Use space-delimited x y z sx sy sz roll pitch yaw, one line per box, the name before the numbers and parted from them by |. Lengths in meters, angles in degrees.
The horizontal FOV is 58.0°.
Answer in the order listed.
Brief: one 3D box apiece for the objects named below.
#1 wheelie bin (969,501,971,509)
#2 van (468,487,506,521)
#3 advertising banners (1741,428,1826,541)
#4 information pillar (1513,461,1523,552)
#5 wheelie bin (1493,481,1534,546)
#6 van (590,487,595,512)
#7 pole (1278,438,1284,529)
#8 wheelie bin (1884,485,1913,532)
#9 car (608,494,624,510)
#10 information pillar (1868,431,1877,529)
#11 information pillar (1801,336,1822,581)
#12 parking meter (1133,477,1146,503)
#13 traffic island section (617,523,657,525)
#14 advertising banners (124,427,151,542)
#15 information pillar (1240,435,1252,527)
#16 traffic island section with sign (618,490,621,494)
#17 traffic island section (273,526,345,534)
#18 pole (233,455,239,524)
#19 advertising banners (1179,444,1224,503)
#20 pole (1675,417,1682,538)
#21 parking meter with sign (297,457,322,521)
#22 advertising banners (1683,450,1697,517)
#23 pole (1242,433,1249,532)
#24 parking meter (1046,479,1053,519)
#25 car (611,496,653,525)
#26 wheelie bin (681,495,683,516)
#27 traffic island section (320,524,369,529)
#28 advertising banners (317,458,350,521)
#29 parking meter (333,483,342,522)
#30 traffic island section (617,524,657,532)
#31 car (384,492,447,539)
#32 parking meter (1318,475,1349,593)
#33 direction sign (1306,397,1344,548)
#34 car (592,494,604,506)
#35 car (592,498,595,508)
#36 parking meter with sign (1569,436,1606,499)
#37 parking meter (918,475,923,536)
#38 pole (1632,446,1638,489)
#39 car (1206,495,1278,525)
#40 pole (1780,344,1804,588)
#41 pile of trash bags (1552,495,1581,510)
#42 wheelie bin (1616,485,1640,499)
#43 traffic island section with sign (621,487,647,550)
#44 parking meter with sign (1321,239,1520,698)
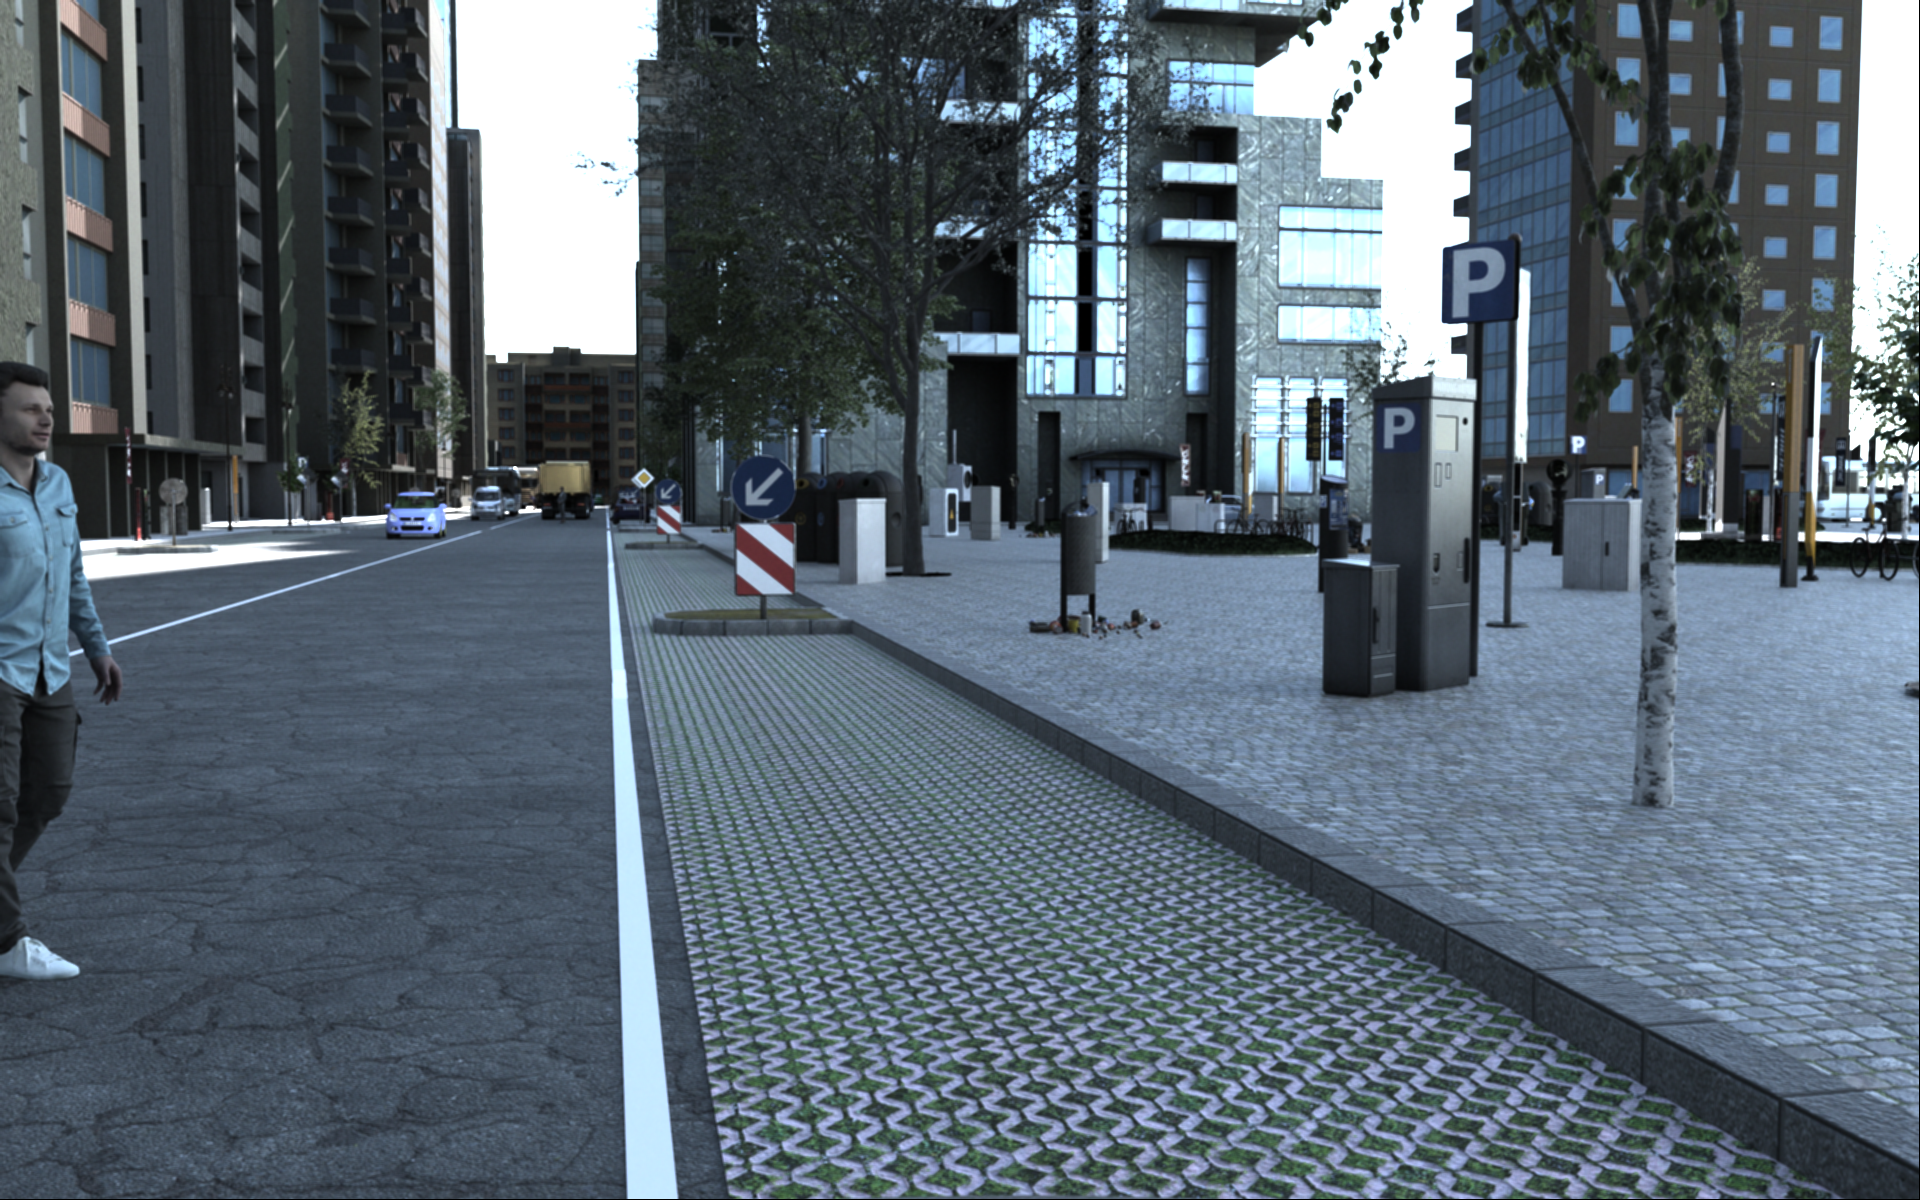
wheelie bin | 0.116 -5.518 98.122 0.693 1.594 0.980 -3 4 -36
van | -25.975 -5.400 95.307 2.013 2.044 4.112 -1 4 -11
advertising banners | 22.270 -3.100 46.866 2.074 3.025 0.090 3 5 41
information pillar | 12.391 -2.094 38.734 0.304 2.012 0.304 1 4 11
wheelie bin | 13.807 -2.166 43.316 0.980 1.594 0.693 0 4 5
van | -31.104 -8.413 141.944 2.240 2.365 5.245 -1 4 -10
pole | 11.687 -4.234 63.062 0.158 3.312 0.155 0 3 0
wheelie bin | 31.583 -3.082 58.304 0.693 1.594 0.980 0 4 -7
car | -30.791 -8.989 156.753 2.009 1.686 4.222 -1 4 -13
information pillar | 33.806 -4.453 64.164 0.183 3.616 0.504 1 4 12
information pillar | 12.580 -2.091 25.549 0.183 3.616 0.504 2 4 34
parking meter | 6.093 -3.249 58.830 0.255 1.863 0.399 -2 4 -33
traffic island section | -13.606 -3.158 73.911 2.009 0.180 2.903 -1 4 -12
advertising banners | -22.070 -3.075 46.460 0.090 3.025 2.074 -1 4 -10
information pillar | 11.318 -4.713 68.407 0.504 3.616 0.183 -2 4 -32
traffic island section with sign | -24.100 -7.135 125.278 1.989 1.847 2.006 -1 4 -12
traffic island section | -23.953 -2.531 63.659 2.009 0.180 2.903 -1 4 -12
pole | -31.030 -4.914 74.183 0.158 3.312 0.155 0 3 0
advertising banners | 8.433 -3.936 60.546 2.074 3.025 0.090 -2 4 -33
pole | 19.042 -3.188 45.974 0.158 3.312 0.155 0 3 0
parking meter with sign | -30.850 -5.259 82.251 0.543 3.016 1.738 0 4 1
advertising banners | 30.002 -4.470 69.273 2.074 3.025 0.090 1 4 22
pole | 9.540 -3.912 57.808 0.158 3.312 0.155 0 3 0
parking meter | 3.534 -3.844 68.560 0.255 1.863 0.399 0 4 0
car | -15.615 -4.271 82.403 1.945 1.354 3.894 -1 4 -10
wheelie bin | -15.351 -5.510 97.991 0.693 1.594 0.980 0 4 4
traffic island section | -25.552 -3.009 71.483 2.009 0.180 2.903 -1 4 -12
advertising banners | -30.451 -5.344 83.568 2.074 3.025 0.090 0 4 -7
parking meter | -28.894 -4.567 80.383 0.255 1.863 0.399 0 4 5
traffic island section | -12.007 -2.679 66.087 2.009 0.180 2.903 -1 4 -12
car | -17.720 -2.867 56.463 1.945 1.707 3.694 -1 4 -13
parking meter | 4.877 -0.868 22.607 0.372 1.533 0.369 0 3 0
direction sign | 8.545 -2.974 40.621 0.876 3.537 0.379 0 4 -1
car | -43.090 -11.997 204.951 1.959 1.807 4.718 -1 4 -13
car | -38.915 -10.434 180.190 1.945 1.707 3.694 -1 4 -11
parking meter with sign | 18.610 -3.345 50.959 0.543 3.016 1.738 -1 4 -12
parking meter | -1.202 -2.474 46.158 0.399 1.863 0.255 -1 4 -14
pole | 28.662 -4.879 73.614 0.158 3.312 0.155 0 3 0
car | 11.586 -3.796 74.066 4.499 1.417 2.014 -1 4 -10
pole | 11.407 -1.829 23.749 0.158 3.312 0.155 0 3 0
pile of trash bags | 24.544 -3.785 71.633 3.447 1.369 1.912 3 4 38
wheelie bin | 22.217 -3.037 57.571 0.693 1.594 0.980 0 4 -3
traffic island section with sign | -7.766 -2.245 45.337 1.989 1.847 2.006 -1 4 -12
parking meter with sign | 3.050 -0.933 11.512 0.543 3.016 1.738 3 5 43
